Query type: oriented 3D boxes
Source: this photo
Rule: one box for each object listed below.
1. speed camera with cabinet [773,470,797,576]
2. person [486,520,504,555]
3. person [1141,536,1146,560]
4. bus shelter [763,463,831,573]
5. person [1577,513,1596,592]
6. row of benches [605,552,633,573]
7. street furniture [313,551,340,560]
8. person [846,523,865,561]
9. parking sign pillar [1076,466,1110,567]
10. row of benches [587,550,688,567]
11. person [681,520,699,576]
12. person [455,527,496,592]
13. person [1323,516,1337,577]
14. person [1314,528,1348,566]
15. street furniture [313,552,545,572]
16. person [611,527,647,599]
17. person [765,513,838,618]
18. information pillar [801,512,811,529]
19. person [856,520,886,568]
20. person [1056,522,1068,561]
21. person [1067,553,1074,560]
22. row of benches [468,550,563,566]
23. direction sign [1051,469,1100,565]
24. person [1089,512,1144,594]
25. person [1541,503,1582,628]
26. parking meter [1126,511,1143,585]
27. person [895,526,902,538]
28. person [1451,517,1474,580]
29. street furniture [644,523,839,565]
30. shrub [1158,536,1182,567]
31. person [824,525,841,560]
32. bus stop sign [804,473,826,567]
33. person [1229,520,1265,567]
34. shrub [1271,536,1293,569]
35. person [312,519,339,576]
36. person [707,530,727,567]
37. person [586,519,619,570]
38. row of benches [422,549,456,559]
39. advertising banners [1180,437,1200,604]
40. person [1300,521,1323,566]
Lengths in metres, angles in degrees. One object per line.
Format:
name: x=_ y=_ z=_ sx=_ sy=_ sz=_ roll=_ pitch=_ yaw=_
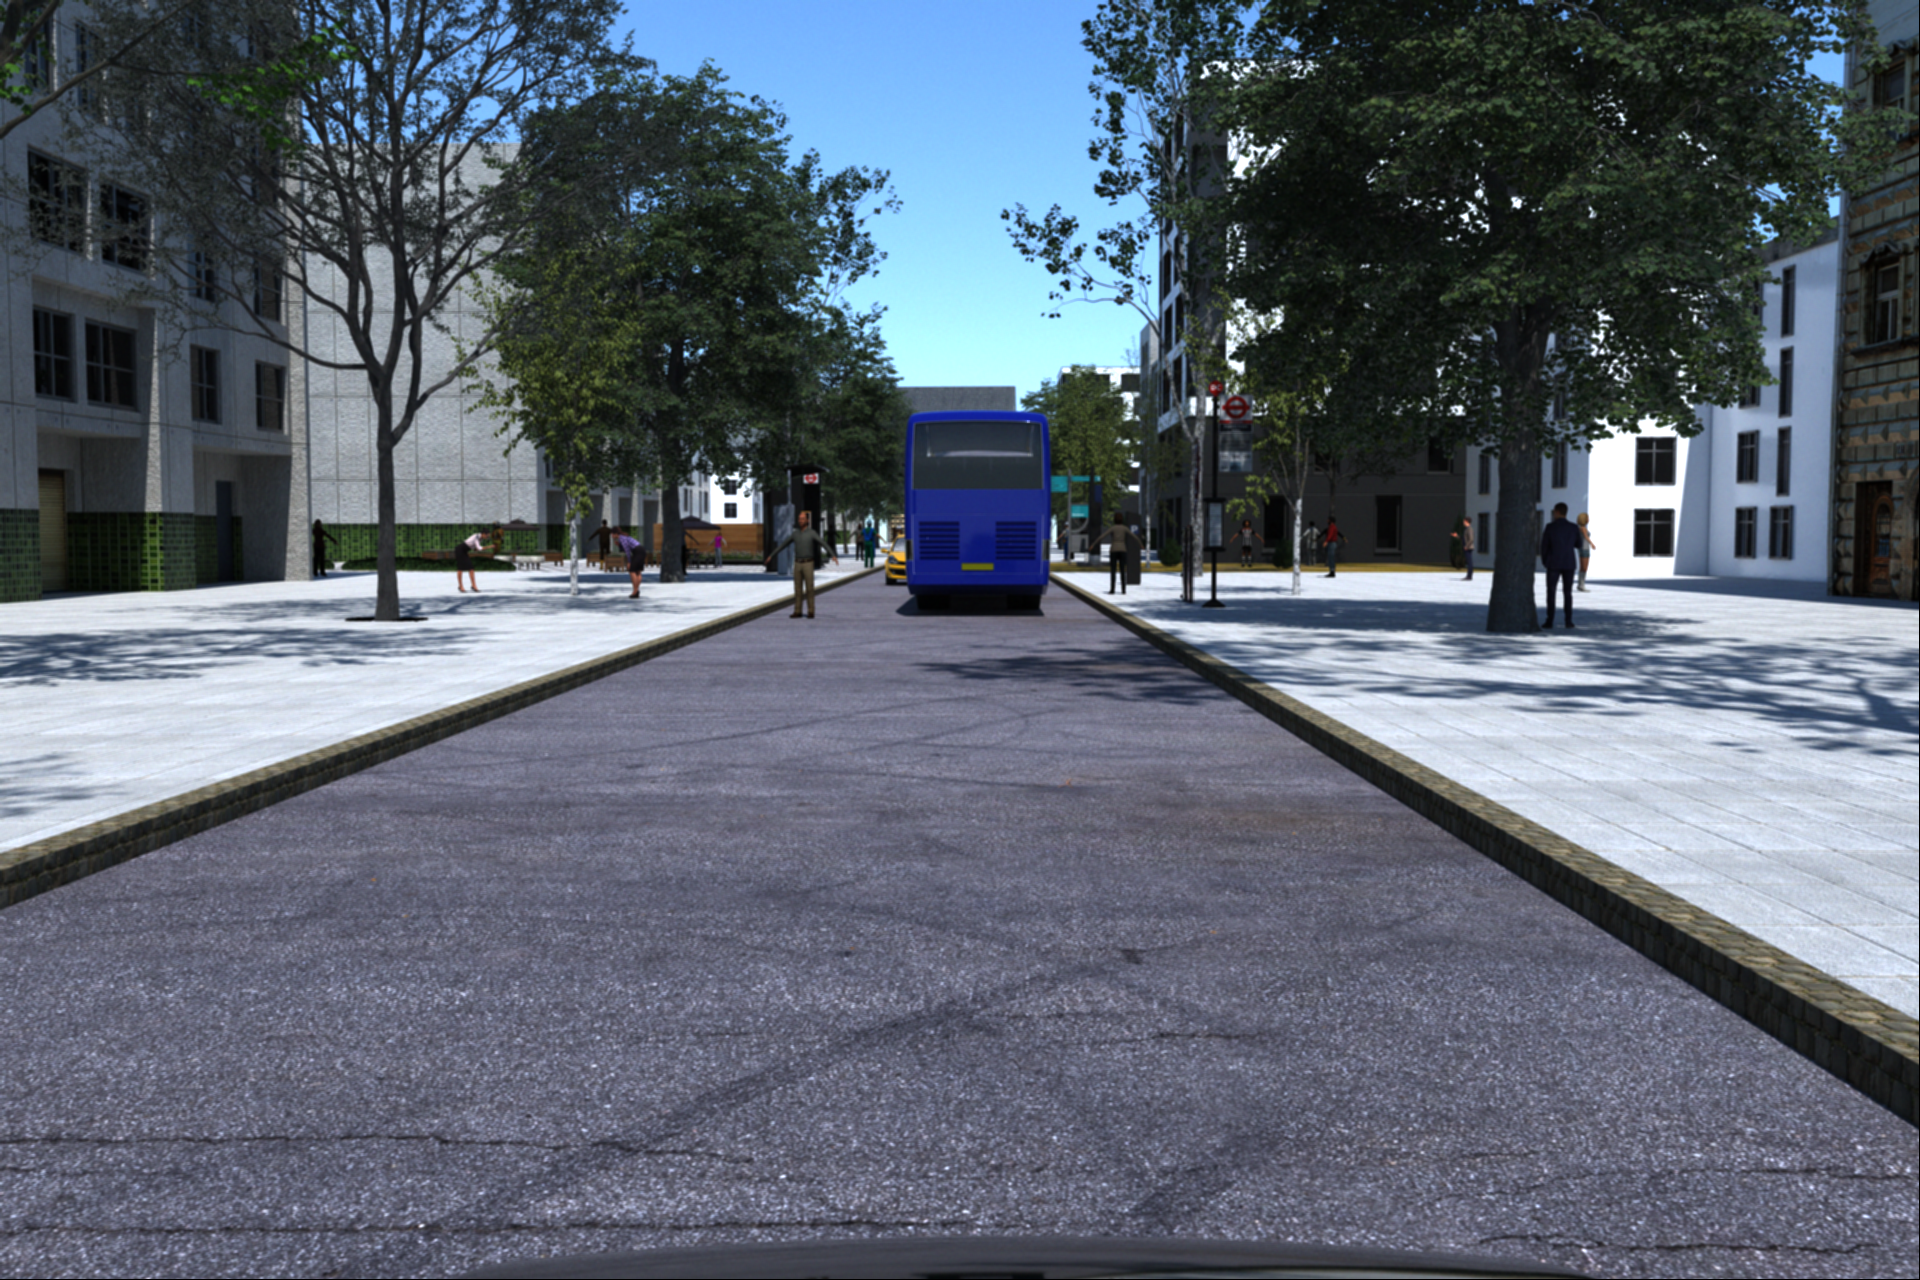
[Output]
speed camera with cabinet: x=-5.459 y=-3.667 z=54.285 sx=0.660 sy=3.252 sz=2.038 roll=0 pitch=4 yaw=1
person: x=-19.022 y=-3.995 z=71.090 sx=0.705 sy=1.858 sz=1.354 roll=-3 pitch=5 yaw=-43
person: x=8.705 y=-4.832 z=84.778 sx=0.705 sy=1.856 sz=1.354 roll=-2 pitch=4 yaw=-28
bus shelter: x=-5.641 y=-4.228 z=60.416 sx=1.731 sy=3.624 sz=6.357 roll=0 pitch=4 yaw=1
person: x=13.936 y=-1.949 z=38.471 sx=0.721 sy=1.753 sz=1.214 roll=1 pitch=4 yaw=8
row of benches: x=-11.550 y=-2.679 z=59.256 sx=1.422 sy=0.672 sz=4.104 roll=0 pitch=4 yaw=-2
street furniture: x=-30.657 y=-3.946 z=71.370 sx=11.010 sy=1.723 sz=9.812 roll=1 pitch=4 yaw=11
person: x=-4.850 y=-4.759 z=83.942 sx=1.348 sy=1.813 sz=0.705 roll=-1 pitch=4 yaw=-13
parking sign pillar: x=5.361 y=-4.920 z=68.908 sx=1.447 sy=3.967 sz=1.447 roll=0 pitch=4 yaw=1
row of benches: x=-12.586 y=-3.161 z=67.141 sx=4.104 sy=0.672 sz=1.422 roll=1 pitch=4 yaw=12
person: x=-8.535 y=-2.839 z=53.222 sx=1.217 sy=1.737 sz=0.721 roll=-3 pitch=5 yaw=-44
person: x=-10.685 y=-1.766 z=38.112 sx=0.799 sy=1.438 sz=0.628 roll=-2 pitch=4 yaw=-34
person: x=10.989 y=-2.768 z=51.373 sx=0.704 sy=1.816 sz=1.345 roll=1 pitch=4 yaw=21
person: x=14.767 y=-3.858 z=69.014 sx=1.347 sy=1.837 sz=0.705 roll=0 pitch=4 yaw=6
street furniture: x=-19.699 y=-2.806 z=61.506 sx=10.072 sy=0.657 sz=5.734 roll=1 pitch=4 yaw=23
person: x=-6.591 y=-1.542 z=34.482 sx=0.697 sy=1.427 sz=0.421 roll=0 pitch=4 yaw=-7
person: x=-2.674 y=-1.273 z=29.547 sx=1.348 sy=1.796 sz=0.705 roll=1 pitch=4 yaw=18
information pillar: x=-5.010 y=-3.183 z=56.536 sx=0.304 sy=2.012 sz=0.304 roll=0 pitch=4 yaw=1
person: x=-3.399 y=-3.624 z=65.386 sx=1.347 sy=1.817 sz=0.704 roll=2 pitch=4 yaw=29
person: x=5.034 y=-4.644 z=81.784 sx=0.705 sy=1.847 sz=1.347 roll=3 pitch=5 yaw=45
person: x=5.556 y=-4.936 z=86.897 sx=0.705 sy=1.806 sz=1.347 roll=-2 pitch=4 yaw=-24
row of benches: x=-17.536 y=-3.231 z=68.287 sx=4.104 sy=0.672 sz=1.422 roll=-3 pitch=4 yaw=-37
direction sign: x=4.493 y=-4.994 z=70.412 sx=2.525 sy=3.948 sz=1.411 roll=0 pitch=4 yaw=-1
person: x=3.364 y=-1.853 z=37.063 sx=1.215 sy=1.744 sz=0.721 roll=-1 pitch=4 yaw=-9
person: x=8.205 y=-1.020 z=23.646 sx=0.541 sy=1.710 sz=0.530 roll=1 pitch=4 yaw=15
parking meter: x=4.407 y=-2.329 z=43.798 sx=0.399 sy=1.863 sz=0.255 roll=0 pitch=4 yaw=0
person: x=-2.363 y=-3.737 z=70.013 sx=0.721 sy=1.772 sz=1.216 roll=1 pitch=4 yaw=19
person: x=13.953 y=-2.543 z=48.154 sx=0.750 sy=1.759 sz=0.617 roll=2 pitch=4 yaw=29
street furniture: x=-9.438 y=-4.076 z=73.492 sx=11.010 sy=1.723 sz=9.812 roll=1 pitch=4 yaw=16
shrub: x=8.178 y=-3.440 z=67.356 sx=1.383 sy=1.207 sz=1.383 roll=0 pitch=3 yaw=0
person: x=-6.304 y=-4.734 z=84.114 sx=1.216 sy=1.740 sz=0.721 roll=-2 pitch=4 yaw=-28
bus stop sign: x=-5.709 y=-4.852 z=68.037 sx=0.855 sy=3.939 sz=0.416 roll=0 pitch=4 yaw=2
person: x=11.095 y=-3.723 z=67.013 sx=1.345 sy=1.843 sz=0.704 roll=0 pitch=4 yaw=2
shrub: x=11.851 y=-3.191 z=63.296 sx=1.383 sy=1.207 sz=1.383 roll=0 pitch=3 yaw=0
person: x=-19.437 y=-2.803 z=52.635 sx=1.215 sy=1.729 sz=0.721 roll=1 pitch=4 yaw=13
person: x=-9.372 y=-3.522 z=66.854 sx=0.991 sy=1.433 sz=0.599 roll=2 pitch=4 yaw=33
person: x=-12.738 y=-3.425 z=62.134 sx=1.346 sy=1.812 sz=0.704 roll=-1 pitch=4 yaw=-9
row of benches: x=-21.495 y=-3.472 z=72.225 sx=1.422 sy=0.672 sz=4.104 roll=0 pitch=4 yaw=2
advertising banners: x=4.290 y=-2.208 z=32.283 sx=0.090 sy=3.025 sz=2.074 roll=0 pitch=4 yaw=0
person: x=14.326 y=-3.945 z=70.689 sx=1.347 sy=1.806 sz=0.705 roll=-2 pitch=4 yaw=-27
